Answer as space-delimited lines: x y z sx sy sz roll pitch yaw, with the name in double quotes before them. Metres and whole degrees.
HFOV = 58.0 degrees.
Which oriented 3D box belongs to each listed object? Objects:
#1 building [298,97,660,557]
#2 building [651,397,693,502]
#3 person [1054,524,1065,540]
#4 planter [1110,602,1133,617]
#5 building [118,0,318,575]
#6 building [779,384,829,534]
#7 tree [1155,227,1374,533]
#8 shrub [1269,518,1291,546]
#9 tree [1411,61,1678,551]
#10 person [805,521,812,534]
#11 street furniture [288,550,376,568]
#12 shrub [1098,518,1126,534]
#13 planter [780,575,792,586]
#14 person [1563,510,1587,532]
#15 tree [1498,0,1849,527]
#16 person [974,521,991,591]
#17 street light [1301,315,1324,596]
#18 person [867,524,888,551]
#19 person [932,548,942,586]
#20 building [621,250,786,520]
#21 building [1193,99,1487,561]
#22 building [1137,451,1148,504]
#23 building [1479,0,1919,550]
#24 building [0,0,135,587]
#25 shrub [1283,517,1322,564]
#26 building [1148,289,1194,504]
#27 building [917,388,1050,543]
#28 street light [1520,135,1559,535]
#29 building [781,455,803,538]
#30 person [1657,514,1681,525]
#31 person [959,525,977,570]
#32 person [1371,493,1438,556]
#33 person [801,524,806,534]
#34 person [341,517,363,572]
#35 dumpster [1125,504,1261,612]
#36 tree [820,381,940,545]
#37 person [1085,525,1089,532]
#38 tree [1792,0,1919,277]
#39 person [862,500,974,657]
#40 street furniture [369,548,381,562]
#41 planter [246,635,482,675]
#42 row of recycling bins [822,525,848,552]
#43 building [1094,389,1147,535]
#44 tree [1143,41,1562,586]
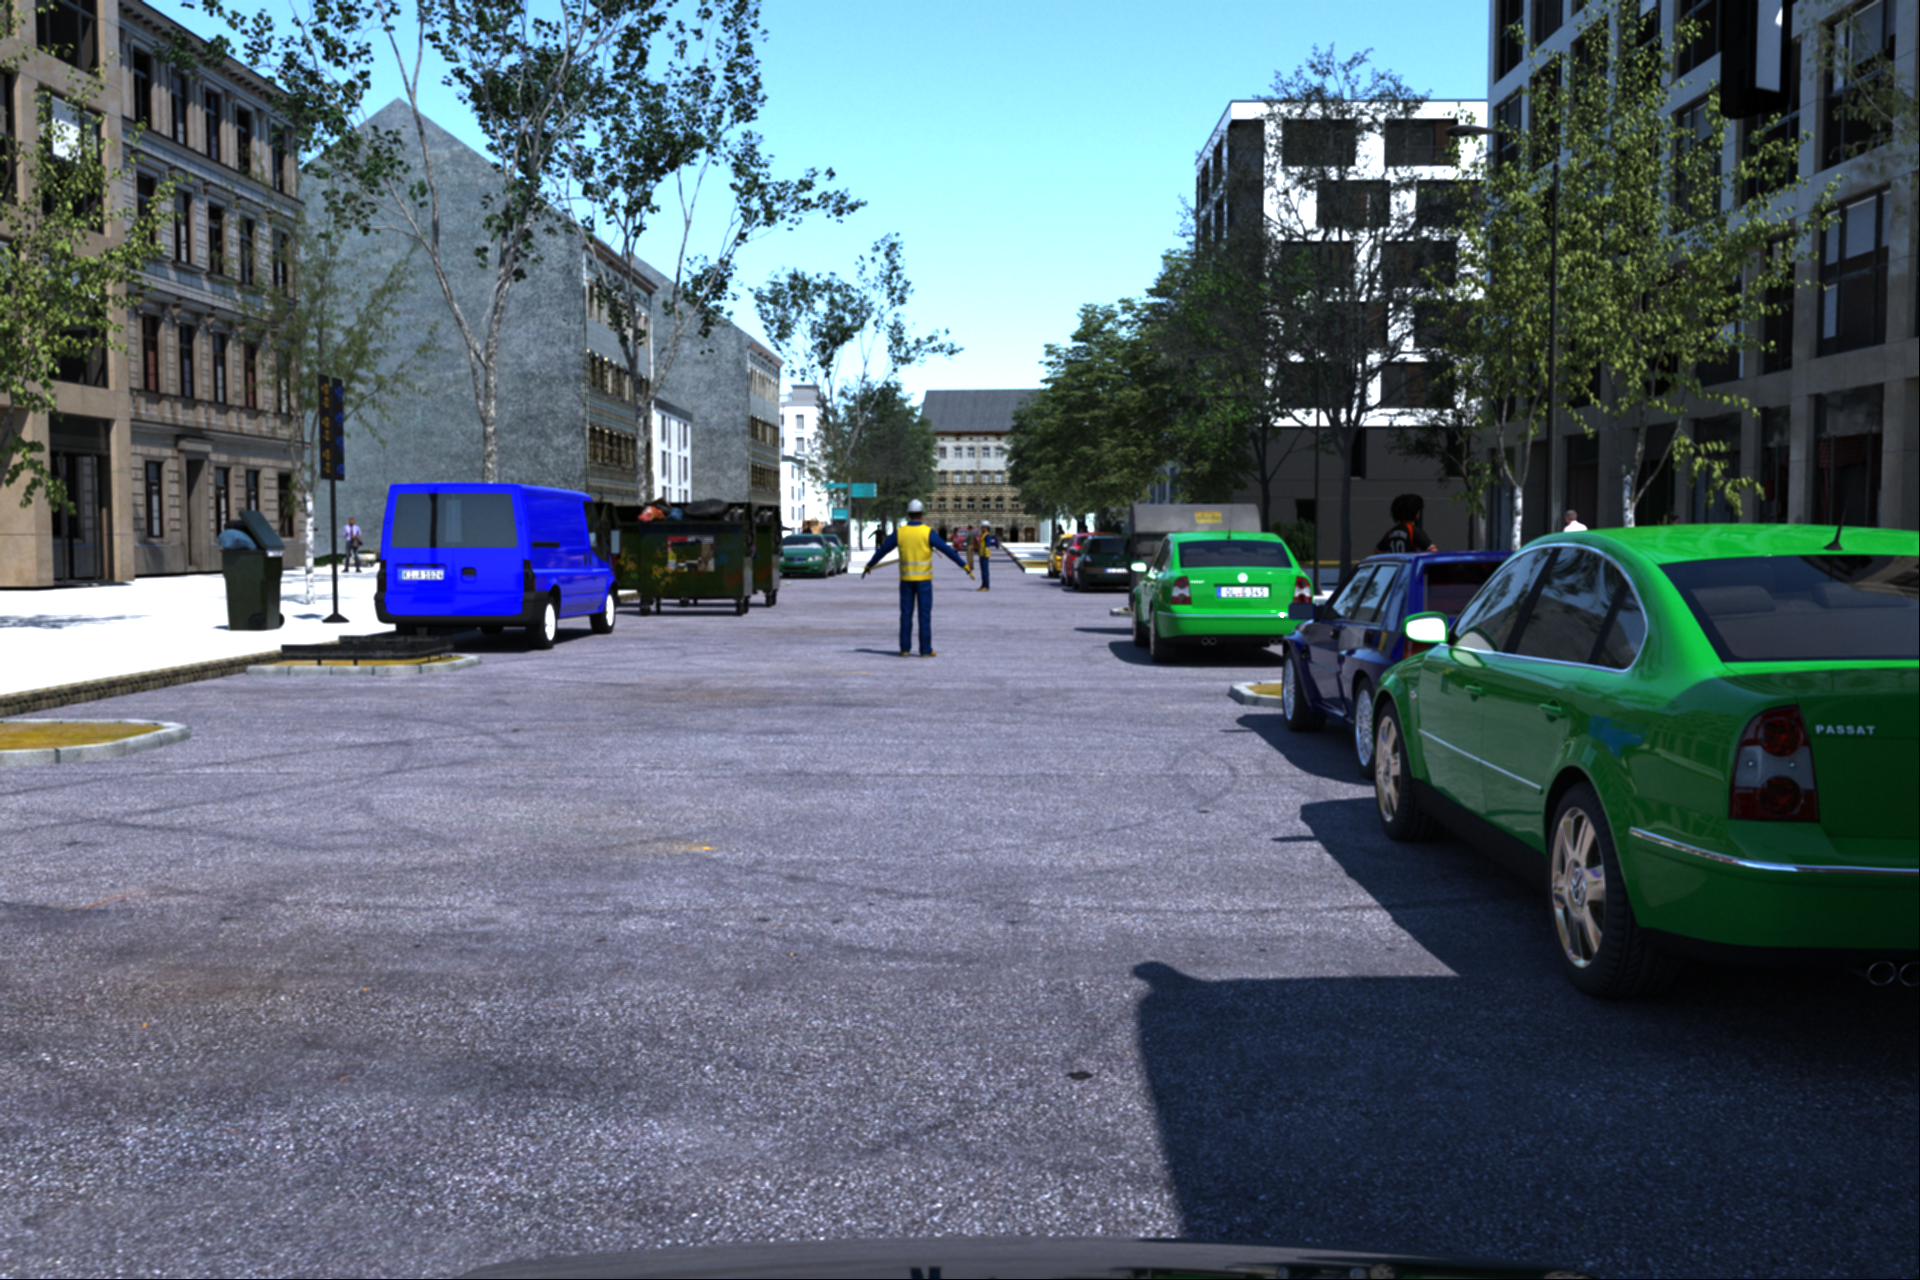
"building" -28.113 -16.256 96.717 19.493 23.208 18.063 0 4 1
"building" -23.105 -10.903 120.407 9.099 9.664 28.070 0 3 0
"person" 5.772 -5.786 100.368 0.705 1.858 1.354 -1 4 -17
"planter" 3.671 -0.583 30.674 1.991 0.319 1.994 0 4 2
"building" -28.415 -11.605 53.365 10.561 19.211 19.286 0 4 1
"building" -22.903 -22.208 219.525 16.016 20.090 11.380 0 4 2
"tree" 10.335 -8.139 58.831 9.928 11.665 9.643 0 3 0
"shrub" 14.743 -4.627 80.076 1.690 2.028 1.600 0 3 0
"tree" 9.232 -4.759 28.168 4.737 8.622 4.395 0 3 0
"person" -6.019 -3.869 69.490 0.704 1.802 1.346 0 4 -1
"street furniture" -26.675 -3.361 70.586 5.734 0.657 10.072 -1 4 -23
"shrub" 6.468 -4.299 74.709 1.690 2.028 1.600 0 3 0
"planter" -5.710 -1.649 48.094 1.991 0.319 1.994 0 4 2
"person" 11.150 -1.502 31.542 0.756 1.711 0.436 -1 4 -14
"tree" 8.967 -4.428 22.761 4.737 8.622 4.395 0 3 0
"person" 0.542 -2.125 43.669 0.721 1.772 1.216 -1 4 -13
"street light" 7.958 -3.875 35.897 1.470 5.913 1.316 0 4 1
"person" -4.482 -5.487 95.653 1.347 1.837 0.705 0 4 8
"person" -0.880 -2.206 47.792 0.599 1.433 0.991 3 5 44
"building" -25.323 -19.117 143.499 19.493 23.208 18.063 0 4 2
"building" 26.918 -15.539 98.036 27.936 21.610 32.646 0 4 1
"building" 29.854 -22.111 192.435 19.493 23.208 18.063 0 4 1
"building" 26.850 -14.504 40.350 19.350 26.588 34.151 0 4 1
"building" -30.756 -13.623 25.937 19.351 26.588 34.151 0 4 2
"shrub" 14.789 -4.304 74.791 1.690 2.028 1.600 0 3 0
"building" 24.256 -16.263 132.350 16.747 18.905 31.486 0 4 1
"building" 3.853 -26.150 260.940 18.063 23.208 19.493 0 4 7
"street light" 7.297 -2.888 19.766 1.470 5.913 1.316 0 4 1
"building" -22.484 -15.653 198.080 9.099 9.664 28.070 0 4 0
"person" 15.768 -1.928 38.371 0.742 1.727 0.445 -3 4 -39
"person" 0.375 -3.692 69.096 0.705 1.796 1.348 2 4 30
"person" 4.417 -0.515 17.018 0.704 1.843 1.345 -2 4 -31
"person" -8.540 -5.389 94.252 0.704 1.812 1.346 -1 4 -16
"person" -20.327 -3.179 57.887 0.709 1.838 0.599 -1 4 -20
"dumpster" 3.330 -1.013 24.777 1.865 1.857 1.264 0 4 1
"tree" -6.484 -14.517 144.000 9.857 13.997 8.962 0 3 0
"person" 7.494 -5.950 103.465 0.705 1.806 1.347 0 4 3
"tree" 9.344 -3.847 13.257 4.360 8.622 3.978 0 3 0
"person" -0.511 -0.723 20.242 1.349 1.833 0.705 1 4 11
"street furniture" -24.877 -4.611 82.241 11.010 1.723 9.812 0 4 -3
"planter" -6.255 0.158 18.564 1.991 0.319 1.994 0 4 1
"row of recycling bins" -5.564 -4.310 77.576 1.069 1.692 3.534 0 4 2
"building" 27.153 -24.021 223.677 19.493 23.208 18.063 0 4 1
"tree" 9.637 -8.118 43.099 12.009 13.543 11.850 0 3 0
